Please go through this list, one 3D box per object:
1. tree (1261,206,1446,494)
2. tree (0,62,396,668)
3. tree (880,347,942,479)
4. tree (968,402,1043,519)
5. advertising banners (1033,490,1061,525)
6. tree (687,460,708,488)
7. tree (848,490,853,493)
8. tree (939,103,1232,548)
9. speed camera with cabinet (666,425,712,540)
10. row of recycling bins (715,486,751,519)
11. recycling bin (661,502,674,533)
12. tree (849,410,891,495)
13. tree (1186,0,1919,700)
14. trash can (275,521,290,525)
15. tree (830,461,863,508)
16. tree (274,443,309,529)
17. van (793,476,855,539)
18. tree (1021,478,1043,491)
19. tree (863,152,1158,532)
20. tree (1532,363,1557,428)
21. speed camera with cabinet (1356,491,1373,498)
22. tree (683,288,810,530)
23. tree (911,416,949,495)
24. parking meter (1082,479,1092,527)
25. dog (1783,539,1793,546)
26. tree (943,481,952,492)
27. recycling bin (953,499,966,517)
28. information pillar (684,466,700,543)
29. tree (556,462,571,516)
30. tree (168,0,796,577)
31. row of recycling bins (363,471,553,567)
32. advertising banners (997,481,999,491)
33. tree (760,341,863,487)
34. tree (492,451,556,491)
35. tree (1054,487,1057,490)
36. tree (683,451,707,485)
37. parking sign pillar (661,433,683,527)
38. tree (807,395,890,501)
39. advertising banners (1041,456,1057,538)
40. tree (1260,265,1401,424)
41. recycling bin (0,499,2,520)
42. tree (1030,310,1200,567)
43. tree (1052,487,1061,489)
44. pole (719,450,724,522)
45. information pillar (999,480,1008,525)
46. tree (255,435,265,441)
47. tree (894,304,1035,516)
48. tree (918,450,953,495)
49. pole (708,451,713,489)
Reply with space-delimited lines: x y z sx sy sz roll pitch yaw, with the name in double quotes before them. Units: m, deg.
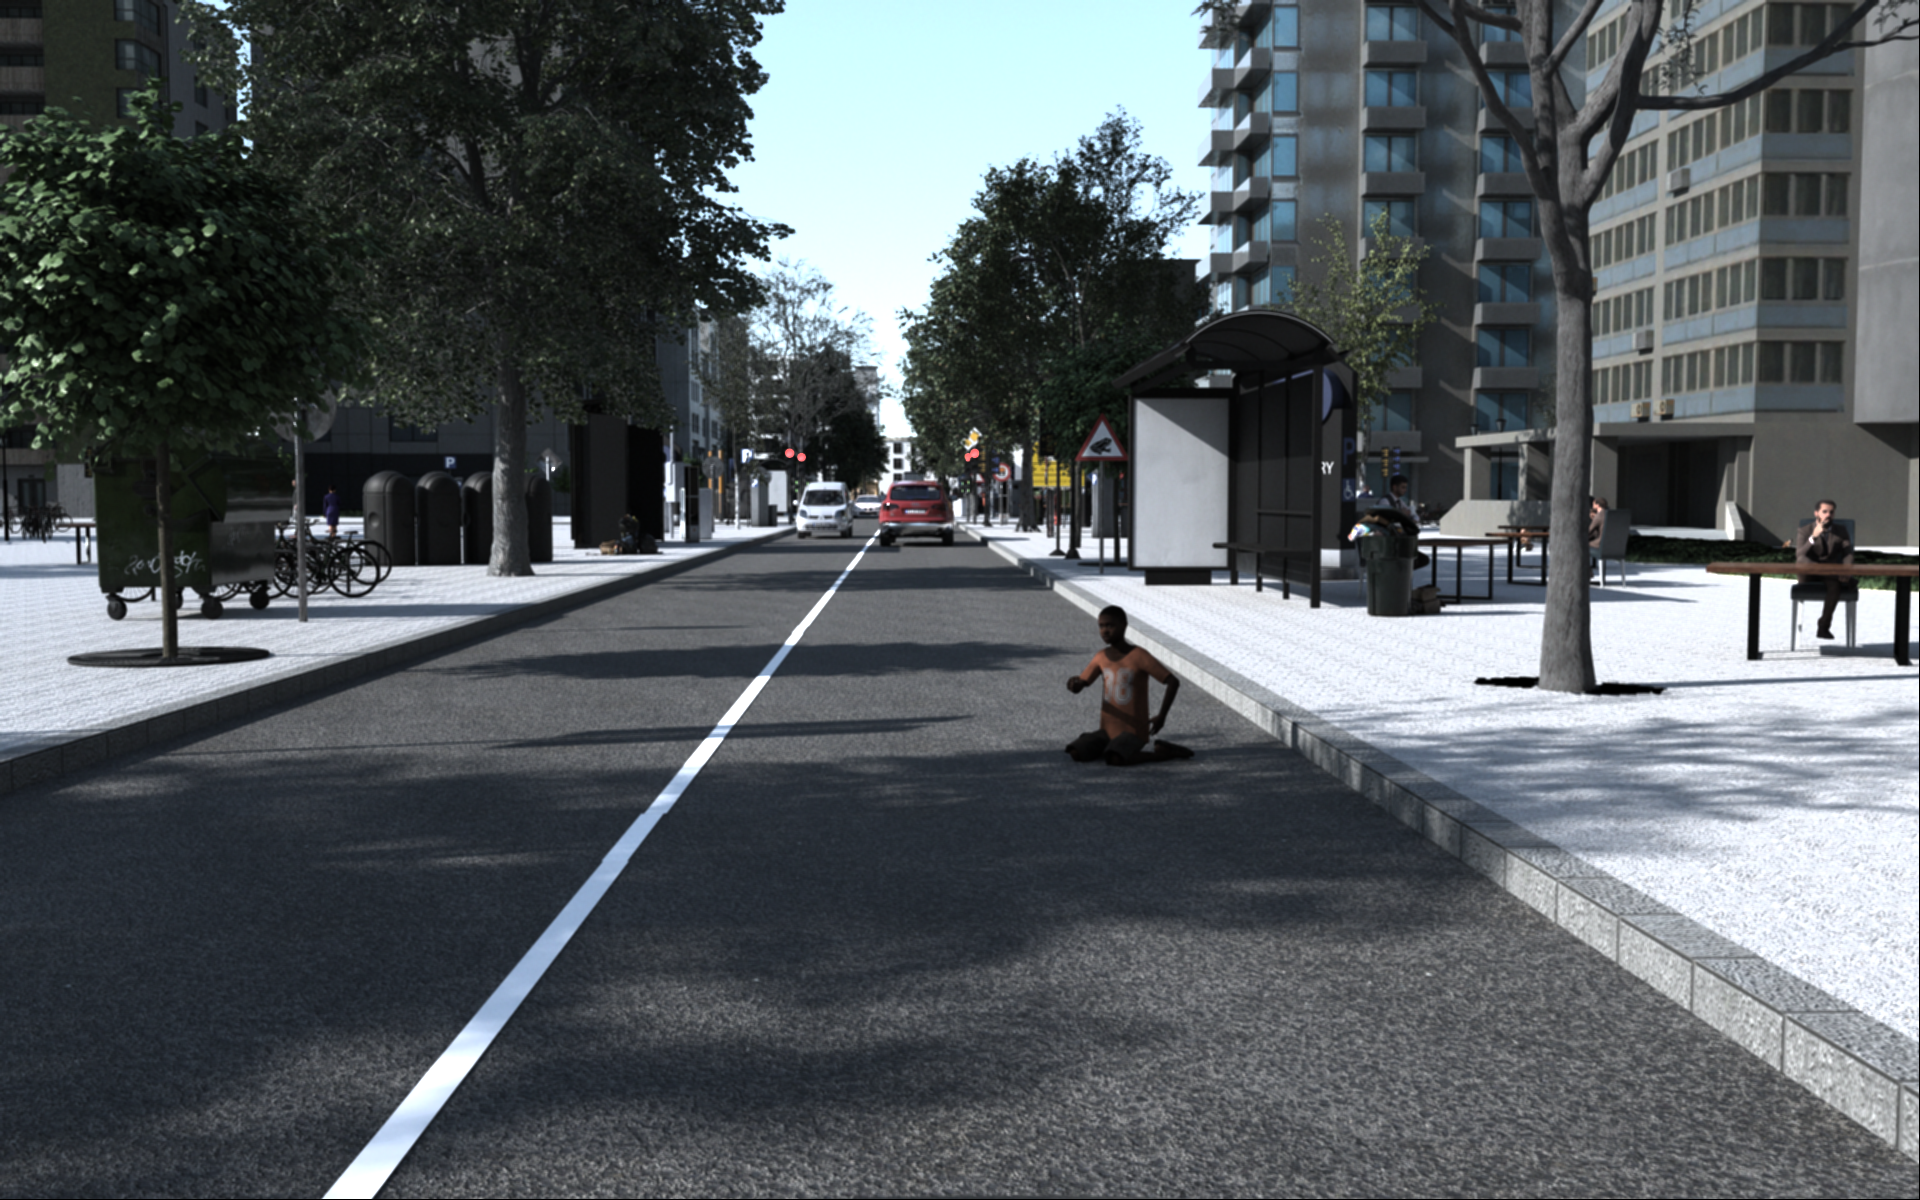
"tree" 9.993 -5.719 43.872 4.737 8.622 4.395 0 3 0
"tree" -6.229 -1.816 13.411 4.285 4.588 4.351 0 3 0
"tree" -3.247 -21.381 205.468 12.611 20.169 13.585 0 3 0
"tree" 1.740 -8.580 90.647 4.360 8.622 3.978 0 3 0
"advertising banners" 3.881 -4.562 70.782 2.074 3.025 0.090 1 4 22
"tree" -15.025 -6.192 95.843 1.663 3.219 1.824 0 3 0
"tree" -11.591 -11.149 176.885 1.663 3.219 1.824 0 3 0
"tree" 3.085 -6.518 40.981 7.601 10.594 8.767 0 4 -6
"speed camera with cabinet" -7.734 -3.364 49.332 0.660 3.252 2.038 -2 4 -32
"row of recycling bins" -11.449 -5.039 89.497 1.069 1.692 3.534 2 4 26
"recycling bin" -9.990 -2.746 57.444 0.722 1.027 0.722 2 4 32
"tree" -12.854 -19.164 231.461 7.486 12.596 7.792 0 3 0
"tree" 3.937 -6.146 10.849 12.009 13.543 11.850 0 3 0
"trash can" -27.730 -3.616 70.776 0.748 1.137 0.748 0 3 0
"tree" -10.874 -11.072 164.745 4.285 4.588 4.351 0 3 0
"tree" -24.959 -4.251 64.100 1.663 3.219 1.824 0 3 0
"van" -4.437 -3.063 57.096 2.013 2.044 4.112 0 4 -1
"tree" 4.949 -7.352 114.801 1.663 3.219 1.824 0 3 0
"tree" 2.303 -8.639 58.258 9.611 12.733 9.660 0 3 0
"tree" 32.307 -8.632 91.488 4.360 8.622 3.978 0 3 0
"speed camera with cabinet" 18.877 -5.463 83.649 2.038 3.252 0.660 1 4 16
"tree" -7.775 -6.838 62.160 4.360 8.622 3.978 0 3 0
"tree" -1.364 -15.507 179.289 9.928 11.665 9.643 0 3 0
"parking meter" 4.863 -3.732 66.728 0.255 1.863 0.399 -2 4 -33
"dog" 16.253 -0.994 33.993 0.550 0.427 0.748 3 4 38
"tree" -1.826 -12.188 193.873 1.663 3.219 1.824 0 3 0
"recycling bin" 0.100 -5.207 97.683 0.722 1.027 0.722 -3 5 -45
"information pillar" -7.073 -2.521 45.709 0.304 2.012 0.304 -2 4 -31
"tree" -23.495 -6.631 103.013 1.663 3.219 1.824 0 3 0
"tree" -7.070 -7.354 26.894 9.857 13.997 8.962 0 3 0
"row of recycling bins" -9.140 -1.511 31.818 3.534 1.692 1.069 -3 5 -41
"advertising banners" 3.473 -9.404 149.949 0.090 3.025 2.074 1 4 15
"tree" -10.145 -12.937 128.533 9.611 12.733 9.660 0 3 0
"tree" -16.640 -4.353 65.771 1.663 3.219 1.824 0 3 0
"tree" 8.277 -12.217 150.117 4.360 8.622 3.978 0 3 0
"tree" -20.746 -9.059 131.826 4.285 4.588 4.351 0 3 0
"parking sign pillar" -11.679 -4.921 68.937 1.447 3.967 1.447 2 4 28
"tree" -9.915 -13.308 151.996 7.601 10.594 8.767 0 4 -6
"advertising banners" 2.647 -3.357 51.069 0.090 3.025 2.074 1 4 11
"tree" 11.785 -6.468 56.122 4.360 8.622 3.978 0 3 0
"recycling bin" -45.145 -4.170 80.726 0.722 1.027 0.722 -1 4 -17
"tree" 2.904 -2.904 31.191 4.285 4.588 4.351 0 3 0
"tree" 8.405 -10.921 128.923 4.737 8.622 4.395 0 3 0
"pole" -11.076 -5.292 80.367 0.158 3.312 0.155 0 3 0
"information pillar" 1.830 -4.168 72.644 0.304 2.012 0.304 -1 4 -10
"tree" -40.479 -9.056 98.421 4.737 8.622 4.395 0 3 0
"tree" 0.751 -11.895 101.139 9.857 13.997 8.962 0 3 0
"tree" -2.041 -13.382 169.153 4.737 8.622 4.395 0 3 0
"pole" -11.848 -5.411 82.308 0.158 3.312 0.155 0 3 0
